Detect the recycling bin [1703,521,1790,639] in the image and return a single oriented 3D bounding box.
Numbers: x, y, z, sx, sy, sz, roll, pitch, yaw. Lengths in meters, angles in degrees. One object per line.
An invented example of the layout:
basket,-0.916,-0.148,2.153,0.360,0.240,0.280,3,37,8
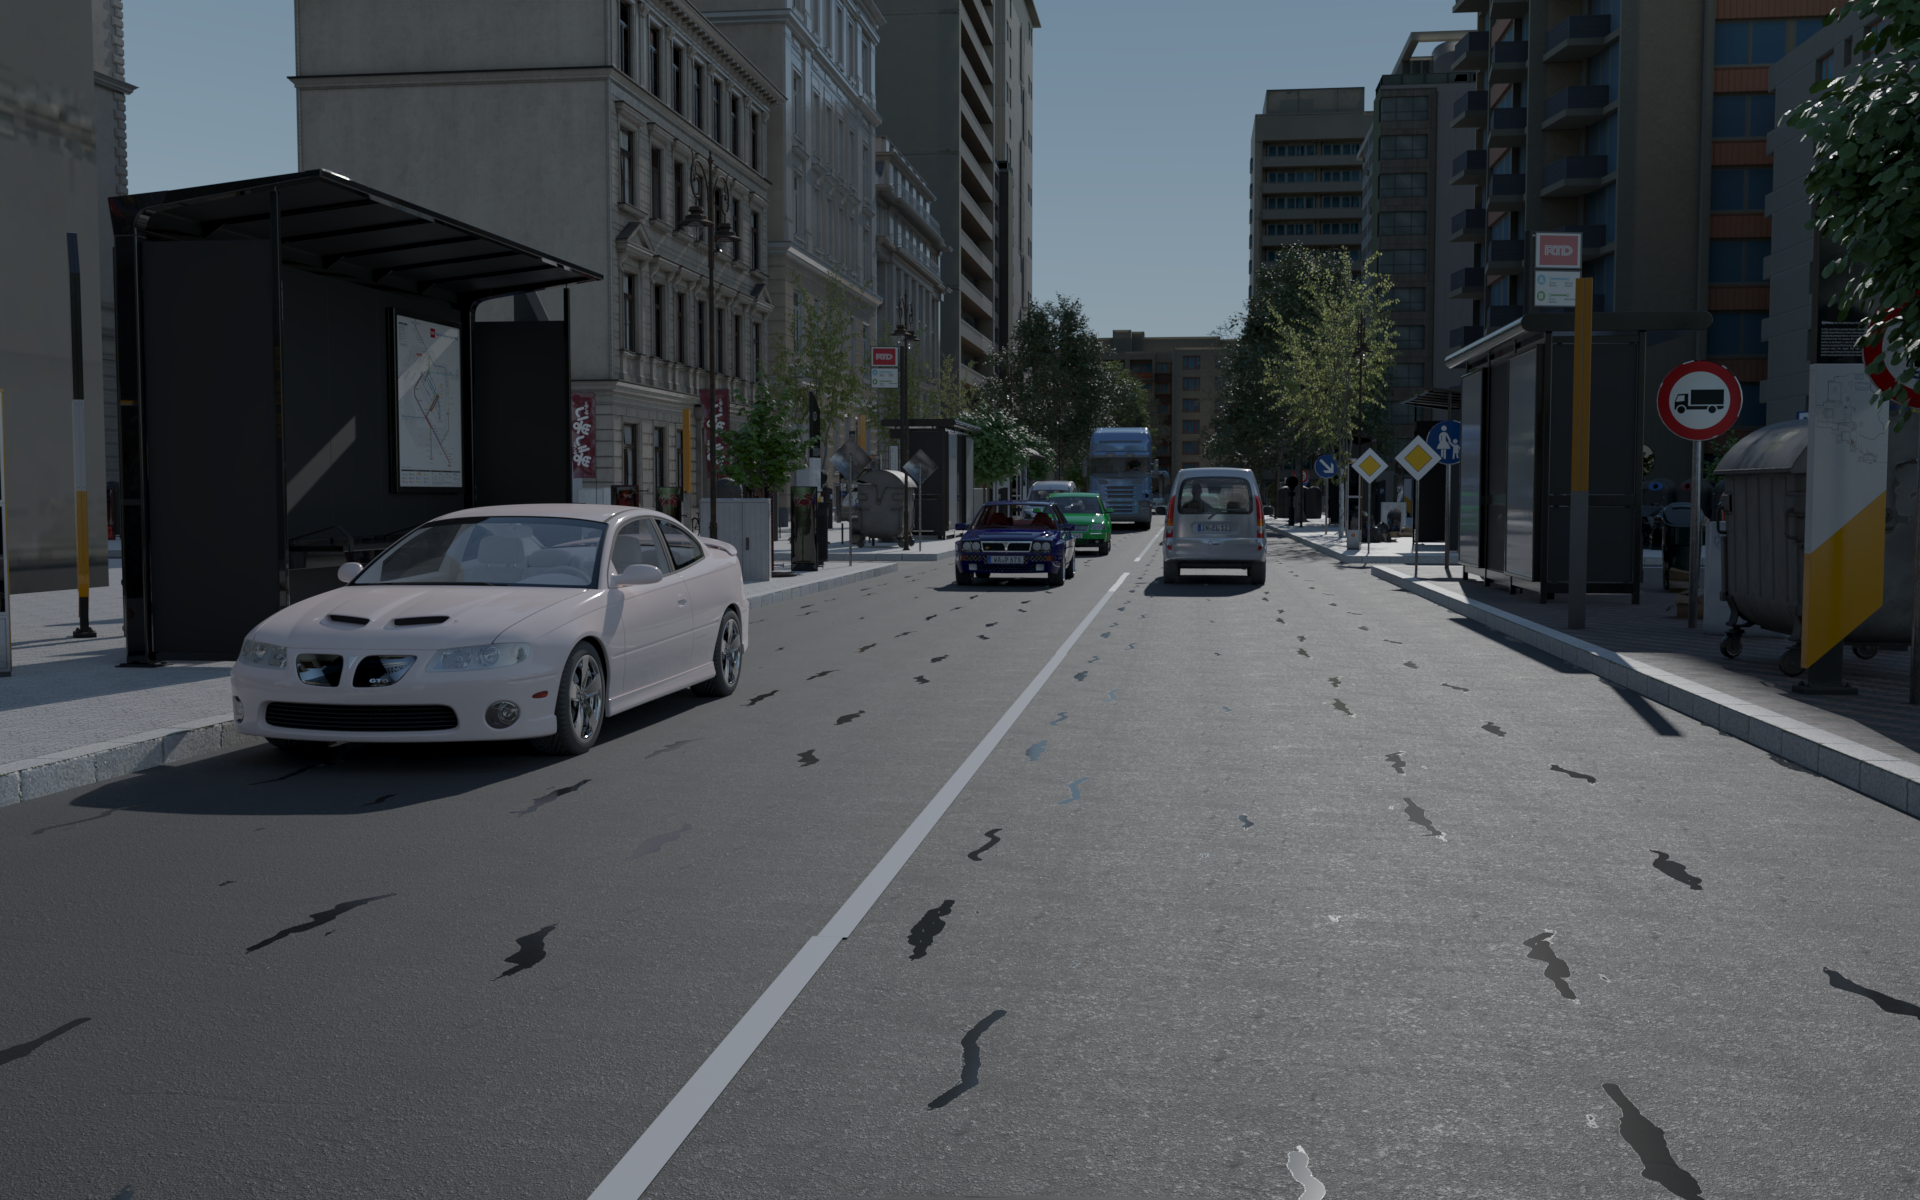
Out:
recycling bin,7.260,-0.199,15.804,0.722,1.027,0.722,3,4,38

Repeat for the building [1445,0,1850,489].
building,36.305,-26.321,84.980,22.147,44.769,28.867,0,4,8

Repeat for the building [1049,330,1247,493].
building,21.399,-22.847,218.587,28.899,21.520,27.650,0,4,8

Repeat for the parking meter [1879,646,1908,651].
parking meter,7.652,-0.523,14.266,0.399,1.863,0.255,1,4,18

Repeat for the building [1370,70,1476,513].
building,35.905,-21.427,122.033,14.160,30.474,14.107,0,4,8

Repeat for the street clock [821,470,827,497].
street clock,-4.161,-2.841,51.023,0.471,2.002,0.358,2,4,25

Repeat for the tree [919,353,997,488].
tree,-0.133,-8.521,89.677,4.360,8.622,3.978,0,3,0

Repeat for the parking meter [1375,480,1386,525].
parking meter,17.242,-3.999,71.099,0.399,1.863,0.255,-1,4,-16

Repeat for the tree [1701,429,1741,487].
tree,22.847,-3.463,51.218,1.663,3.219,1.824,0,3,0

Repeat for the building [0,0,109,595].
building,-23.634,-23.836,13.426,21.600,48.544,21.300,0,4,8

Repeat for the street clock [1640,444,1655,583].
street clock,9.787,-1.256,25.098,0.471,2.002,0.358,-1,4,-19

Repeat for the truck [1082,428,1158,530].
truck,7.155,-5.282,76.123,2.967,4.110,18.799,0,4,6

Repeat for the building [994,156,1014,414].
building,-3.166,-22.811,144.667,14.160,30.474,14.107,0,4,8

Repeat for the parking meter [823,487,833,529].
parking meter,-4.876,-3.389,63.816,0.372,1.533,0.369,0,3,0

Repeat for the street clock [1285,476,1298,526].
street clock,13.384,-3.995,69.890,0.471,2.002,0.358,-1,4,-22

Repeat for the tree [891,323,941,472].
tree,-2.542,-7.436,71.945,4.737,8.622,4.395,0,3,0

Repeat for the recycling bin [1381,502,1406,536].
recycling bin,13.377,-2.500,53.427,0.722,1.027,0.722,1,4,18

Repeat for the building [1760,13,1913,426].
building,45.245,-12.842,55.004,28.899,21.520,27.650,0,4,8

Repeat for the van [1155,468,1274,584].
van,4.278,-1.352,29.121,2.013,2.044,4.112,0,4,8

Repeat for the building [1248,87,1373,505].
building,45.843,-35.862,210.053,21.600,48.544,21.300,0,4,8

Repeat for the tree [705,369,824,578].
tree,-3.116,-1.984,27.047,1.663,3.219,1.824,0,3,0

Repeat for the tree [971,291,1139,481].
tree,5.409,-11.078,98.138,9.611,12.733,9.660,0,3,0

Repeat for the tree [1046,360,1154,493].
tree,8.257,-10.833,111.529,8.767,10.594,7.601,0,4,3

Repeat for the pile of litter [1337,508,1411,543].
pile of litter,10.917,-1.973,46.225,1.176,0.858,1.719,-2,4,-26

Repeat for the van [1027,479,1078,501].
van,2.840,-2.858,53.735,2.013,2.044,4.112,0,4,8

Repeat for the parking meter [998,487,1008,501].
parking meter,1.653,-3.554,66.518,0.372,1.533,0.369,0,3,0

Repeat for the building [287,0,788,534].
building,-13.025,-11.787,57.351,10.561,19.102,19.286,0,4,8

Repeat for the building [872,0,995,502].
building,-9.224,-30.770,126.796,21.300,48.544,21.600,0,4,8

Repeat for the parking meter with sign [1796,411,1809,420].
parking meter with sign,18.543,-2.465,36.561,1.738,3.016,0.543,-1,4,-14

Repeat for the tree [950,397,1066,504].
tree,0.822,-4.602,58.957,4.285,4.588,4.351,0,3,0

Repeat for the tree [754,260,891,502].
tree,-4.514,-6.405,55.090,4.737,8.622,4.395,0,3,0

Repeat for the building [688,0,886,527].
building,-11.536,-17.786,76.697,13.634,28.700,20.117,0,4,8

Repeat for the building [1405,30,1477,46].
building,47.331,-27.386,139.645,32.217,40.220,23.993,0,4,8

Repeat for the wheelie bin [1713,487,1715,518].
wheelie bin,21.859,-2.557,49.717,0.693,1.594,0.980,3,5,40

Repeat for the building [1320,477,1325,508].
building,50.935,-28.835,163.326,32.217,40.220,23.993,0,4,8

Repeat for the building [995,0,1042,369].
building,-7.047,-35.464,169.072,27.495,52.752,28.713,0,4,8

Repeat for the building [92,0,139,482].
building,-38.479,-13.893,56.033,19.941,23.489,11.050,0,4,8

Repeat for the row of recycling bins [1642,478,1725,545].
row of recycling bins,18.142,-2.249,43.876,3.534,1.692,1.069,3,5,45

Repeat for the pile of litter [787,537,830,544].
pile of litter,-3.908,-1.892,44.902,1.176,0.858,1.719,0,4,5

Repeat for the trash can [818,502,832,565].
trash can,-2.695,-1.209,31.415,0.748,1.137,0.748,0,3,0

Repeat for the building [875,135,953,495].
building,-8.603,-15.772,99.667,13.314,21.916,24.055,0,4,8

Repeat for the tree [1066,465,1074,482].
tree,2.800,-5.865,79.605,4.285,4.588,4.351,0,3,0
